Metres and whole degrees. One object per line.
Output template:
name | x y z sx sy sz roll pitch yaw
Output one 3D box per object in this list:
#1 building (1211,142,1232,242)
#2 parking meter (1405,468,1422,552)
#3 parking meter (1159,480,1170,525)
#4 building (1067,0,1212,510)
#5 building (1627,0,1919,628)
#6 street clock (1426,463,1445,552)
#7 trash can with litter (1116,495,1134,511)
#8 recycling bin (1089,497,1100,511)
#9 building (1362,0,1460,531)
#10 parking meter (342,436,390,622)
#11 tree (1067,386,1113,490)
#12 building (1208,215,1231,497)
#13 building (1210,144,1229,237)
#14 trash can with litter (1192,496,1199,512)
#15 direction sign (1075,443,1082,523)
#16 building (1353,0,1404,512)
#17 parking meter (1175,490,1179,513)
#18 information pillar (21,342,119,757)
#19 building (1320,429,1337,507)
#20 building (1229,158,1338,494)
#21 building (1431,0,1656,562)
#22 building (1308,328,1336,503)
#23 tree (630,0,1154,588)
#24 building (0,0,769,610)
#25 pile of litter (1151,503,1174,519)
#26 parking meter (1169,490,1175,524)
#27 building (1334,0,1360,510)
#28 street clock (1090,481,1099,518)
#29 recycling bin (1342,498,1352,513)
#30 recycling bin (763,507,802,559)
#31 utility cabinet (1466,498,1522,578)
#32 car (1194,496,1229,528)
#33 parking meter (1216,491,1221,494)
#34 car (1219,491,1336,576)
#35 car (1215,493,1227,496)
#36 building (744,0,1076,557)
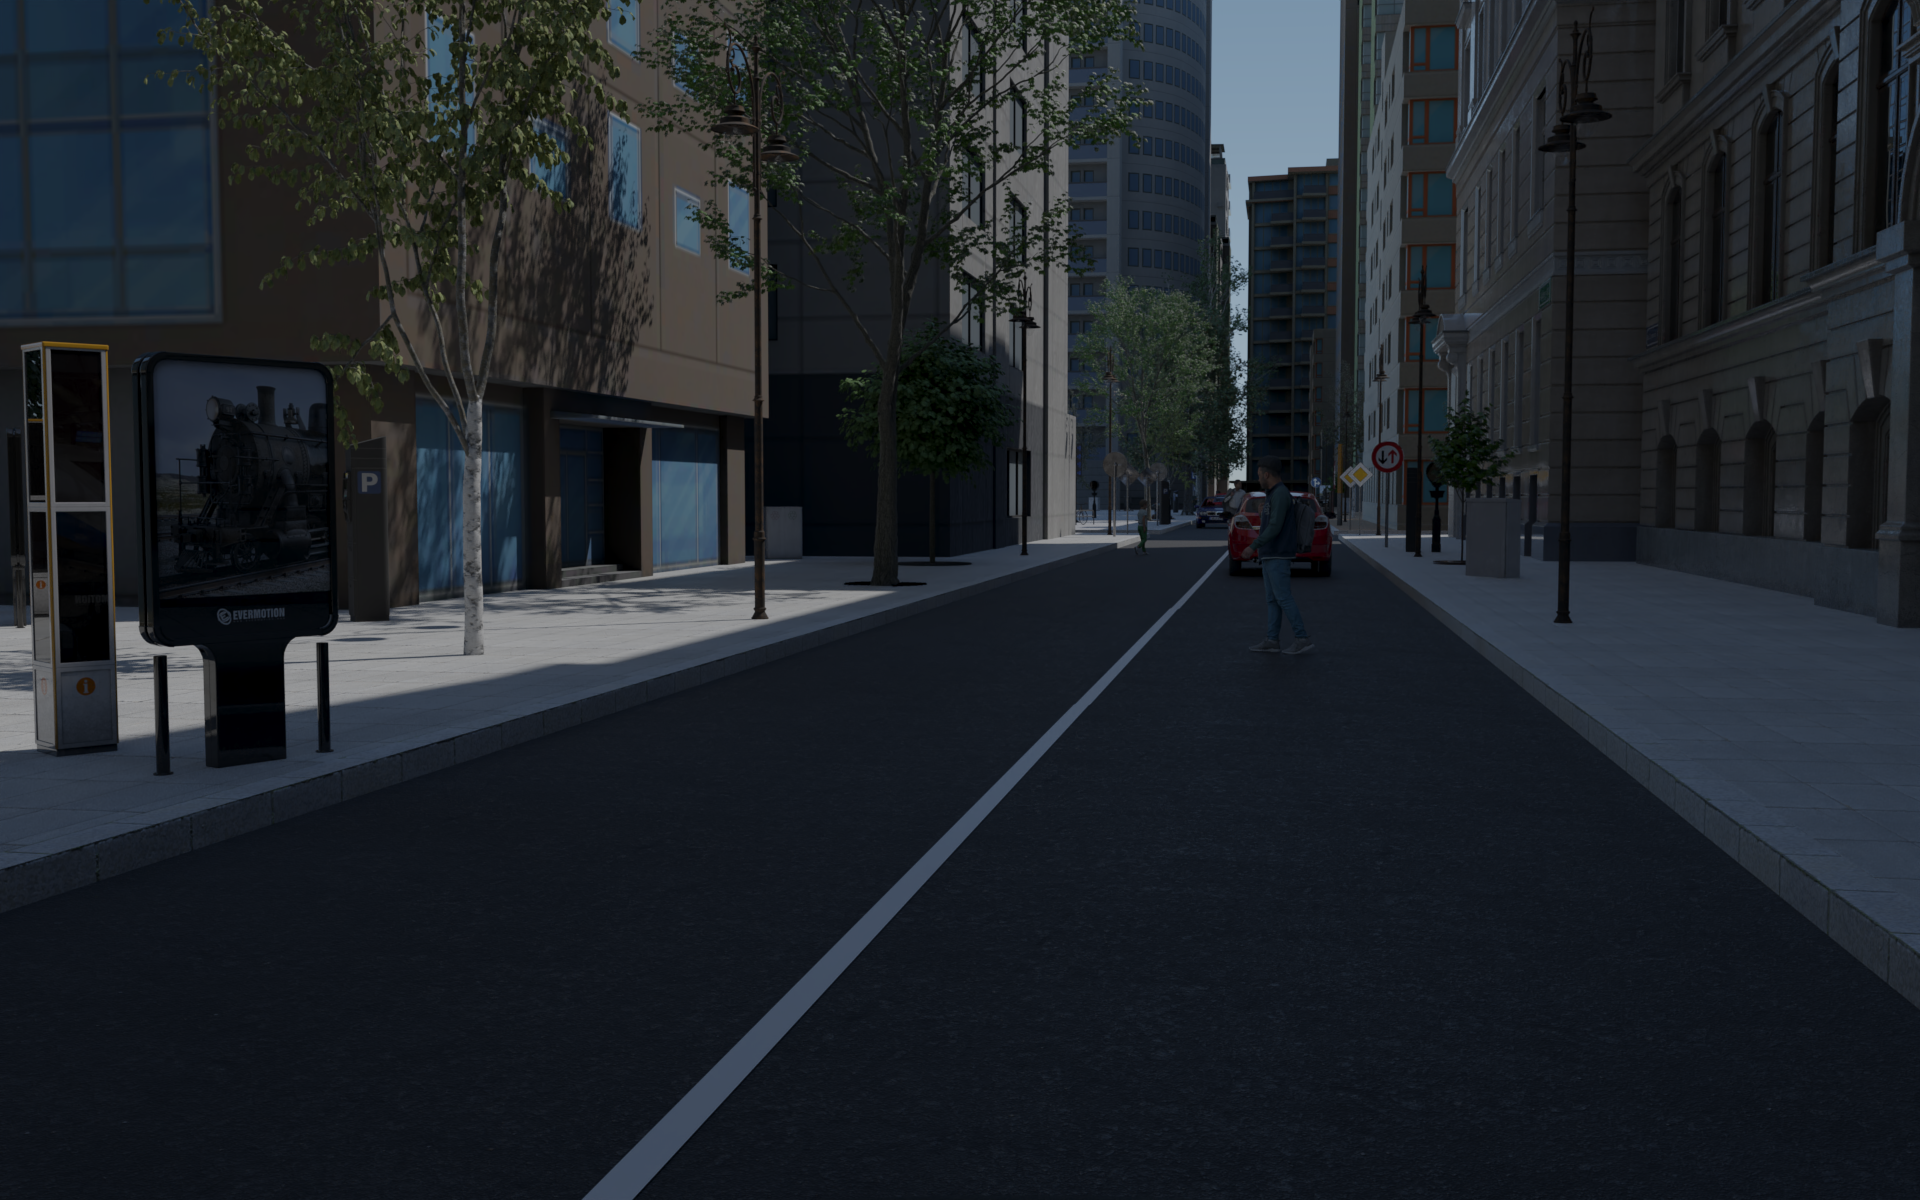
building | 21.152 -37.601 234.376 30.456 49.044 23.786 1 4 11
parking meter | 10.061 -1.999 38.389 0.255 1.863 0.399 2 4 31
parking meter | 8.539 -4.074 72.314 0.399 1.863 0.255 -1 4 -17
building | 10.853 -37.325 152.265 21.231 58.520 28.212 1 4 11
building | 14.481 -11.907 13.758 14.460 24.649 34.723 1 4 11
street clock | 10.514 -2.056 38.188 0.471 2.002 0.358 1 4 22
trash can with litter | 12.008 -7.180 128.458 2.233 1.210 1.678 -1 4 -23
recycling bin | 10.266 -7.325 132.315 0.722 1.027 0.722 1 4 19
building | 32.150 -13.841 71.341 28.899 21.520 27.650 1 4 11
parking meter | -5.988 -0.718 17.454 0.399 1.863 0.255 -2 4 -31
tree | 7.706 -10.062 114.882 4.360 8.622 3.978 0 3 0
building | 22.046 -25.475 188.212 14.160 30.474 14.107 1 4 11
building | 24.579 -31.884 204.900 14.086 41.232 14.154 1 4 11
trash can with litter | 16.678 -6.932 124.729 1.055 1.170 0.624 -3 5 -44
direction sign | 5.200 -5.246 77.777 0.379 3.537 0.876 -2 4 -30
building | 36.107 -27.097 126.622 14.154 41.232 14.086 1 4 11
parking meter | 14.814 -6.759 118.916 0.372 1.533 0.369 0 3 0
information pillar | -4.407 -0.250 8.586 0.304 2.012 0.304 3 5 44
building | 45.696 -51.900 161.232 22.319 86.520 31.000 1 4 11
building | 50.575 -35.085 228.263 28.867 44.769 22.147 1 4 11
building | 19.037 -15.579 40.627 13.634 28.700 20.117 1 4 11
building | 53.192 -21.280 192.969 27.650 21.520 28.899 1 4 11
tree | -0.910 -6.003 23.901 9.928 11.665 9.643 0 3 0
building | -11.668 -22.960 25.507 14.600 45.320 14.200 1 4 11
pile of litter | 10.157 -4.529 88.009 1.176 0.858 1.719 -3 4 -39
parking meter | 8.817 -4.005 73.893 0.372 1.533 0.369 0 3 0
building | 37.909 -30.005 140.687 14.600 45.320 14.200 1 4 11
street clock | 7.171 -5.374 92.439 0.471 2.002 0.358 2 4 25
recycling bin | 25.706 -6.305 115.648 0.722 1.027 0.722 0 4 -2
recycling bin | -3.542 -1.337 34.412 0.722 1.027 0.722 -1 4 -15
utility cabinet | 8.265 -0.959 26.844 0.306 1.237 1.020 -1 4 -19
car | 10.944 -3.721 73.419 1.945 1.354 3.894 1 4 11
parking meter | 19.915 -7.658 133.625 0.372 1.533 0.369 0 3 0
car | 5.828 -1.389 31.749 2.155 1.783 4.494 1 4 9
car | 13.865 -4.930 89.641 2.155 1.783 4.494 1 4 11
building | -8.328 -37.100 44.831 20.611 71.187 20.563 1 4 11
